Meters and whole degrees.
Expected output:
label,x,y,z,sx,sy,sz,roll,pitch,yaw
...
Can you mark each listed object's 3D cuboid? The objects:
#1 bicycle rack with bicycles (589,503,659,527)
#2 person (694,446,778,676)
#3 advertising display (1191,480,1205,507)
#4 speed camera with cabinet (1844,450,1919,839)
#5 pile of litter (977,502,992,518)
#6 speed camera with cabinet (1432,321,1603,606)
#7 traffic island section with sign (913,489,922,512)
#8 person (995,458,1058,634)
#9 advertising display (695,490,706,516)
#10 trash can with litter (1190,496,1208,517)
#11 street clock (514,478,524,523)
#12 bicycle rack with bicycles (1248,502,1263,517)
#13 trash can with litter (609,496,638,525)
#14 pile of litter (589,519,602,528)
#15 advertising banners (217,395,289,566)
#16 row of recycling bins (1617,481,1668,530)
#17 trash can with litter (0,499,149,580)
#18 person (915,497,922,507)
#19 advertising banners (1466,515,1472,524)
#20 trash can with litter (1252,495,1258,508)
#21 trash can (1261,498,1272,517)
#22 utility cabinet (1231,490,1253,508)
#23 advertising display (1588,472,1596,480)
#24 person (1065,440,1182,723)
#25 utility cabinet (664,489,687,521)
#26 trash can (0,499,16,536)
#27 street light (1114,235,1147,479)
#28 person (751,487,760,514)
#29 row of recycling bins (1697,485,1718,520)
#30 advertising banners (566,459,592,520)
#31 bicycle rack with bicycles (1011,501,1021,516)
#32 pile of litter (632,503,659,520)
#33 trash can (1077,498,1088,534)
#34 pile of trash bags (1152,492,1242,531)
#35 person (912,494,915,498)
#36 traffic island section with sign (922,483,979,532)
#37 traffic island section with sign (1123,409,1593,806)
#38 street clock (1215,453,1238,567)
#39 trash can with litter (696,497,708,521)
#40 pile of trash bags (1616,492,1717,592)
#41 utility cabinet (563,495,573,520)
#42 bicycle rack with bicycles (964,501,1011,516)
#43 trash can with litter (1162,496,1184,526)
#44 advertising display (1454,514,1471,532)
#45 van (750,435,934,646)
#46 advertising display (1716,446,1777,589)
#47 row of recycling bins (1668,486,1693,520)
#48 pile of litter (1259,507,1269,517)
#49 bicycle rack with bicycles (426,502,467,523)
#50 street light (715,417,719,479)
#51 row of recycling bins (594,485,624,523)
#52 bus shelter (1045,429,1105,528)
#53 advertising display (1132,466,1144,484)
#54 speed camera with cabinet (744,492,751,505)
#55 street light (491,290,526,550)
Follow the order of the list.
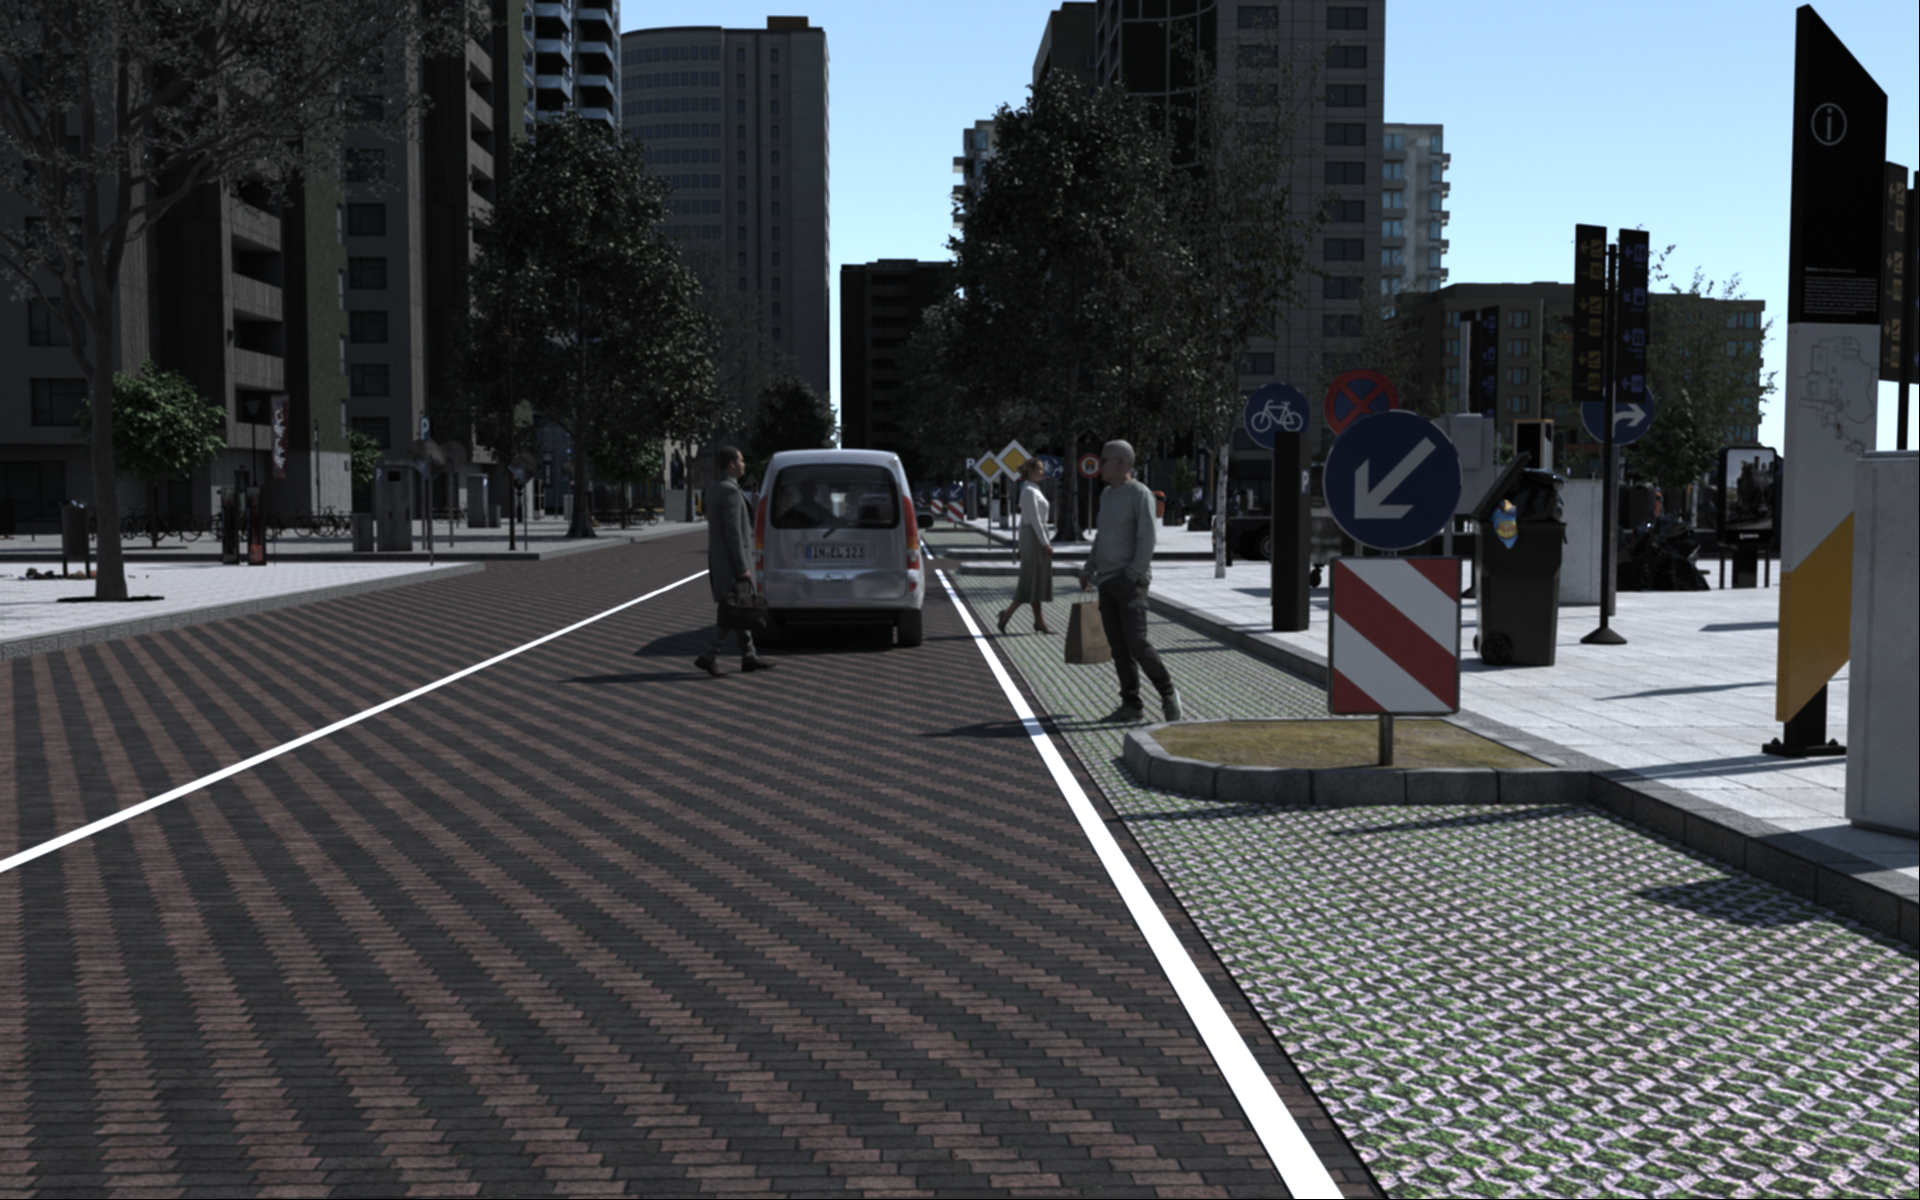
label,x,y,z,sx,sy,sz,roll,pitch,yaw
bicycle rack with bicycles,-13.510,-3.448,69.756,2.925,0.926,2.852,-2,4,-35
person,-1.783,-0.317,13.780,0.767,1.812,0.694,-2,4,-25
advertising display,10.834,-4.501,78.805,0.123,1.923,0.974,-2,4,-24
speed camera with cabinet,4.444,-0.759,6.753,2.038,3.252,0.660,-2,4,-24
pile of litter,1.181,-4.808,92.577,1.719,0.858,1.176,1,4,22
speed camera with cabinet,6.483,-1.577,20.113,2.038,3.252,0.660,0,4,2
traffic island section with sign,-1.378,-5.123,92.384,1.989,1.847,2.006,0,4,-2
person,0.677,-0.540,17.557,0.641,1.798,0.478,1,4,11
advertising display,-15.089,-5.837,100.653,0.123,1.923,0.974,-3,5,-44
trash can with litter,12.668,-4.870,91.005,1.055,1.170,0.624,-1,4,-12
street clock,-19.781,-4.479,77.803,0.358,2.002,0.471,2,4,33
bicycle rack with bicycles,13.812,-4.074,79.999,2.925,0.926,2.852,-1,4,-18
trash can with litter,-14.458,-3.821,73.536,1.678,1.210,2.233,1,4,16
pile of litter,-14.278,-3.224,66.675,1.176,0.858,1.719,1,4,23
advertising banners,-12.664,-2.134,31.075,2.074,3.025,0.090,2,4,32
row of recycling bins,20.608,-2.945,55.261,1.069,1.692,3.534,-2,4,-32
trash can with litter,-13.683,-0.942,26.452,2.233,1.210,1.678,2,4,25
person,-4.453,-10.319,177.941,1.217,1.743,0.721,0,4,0
advertising banners,22.358,-4.846,75.425,2.074,3.025,0.090,-3,5,-41
trash can with litter,16.367,-5.334,98.266,2.233,1.210,1.678,3,5,43
trash can,10.293,-2.775,57.031,0.748,1.137,0.748,0,3,0
utility cabinet,15.487,-5.296,95.270,1.173,1.500,0.318,1,4,15
advertising display,18.713,-2.821,51.341,0.123,1.923,0.974,2,4,25
person,1.015,-0.116,10.880,0.515,1.767,0.782,-2,4,-29
utility cabinet,-13.374,-4.471,81.781,1.173,1.500,0.318,-2,4,-24
trash can,-29.682,-2.575,53.748,0.748,1.137,0.748,0,3,0
street light,3.040,-3.561,31.002,0.468,5.910,1.993,0,4,-2
person,-9.980,-4.711,85.891,0.716,1.782,0.532,2,4,33
row of recycling bins,36.331,-4.516,80.949,1.069,1.692,3.534,-3,4,-36
advertising banners,-18.707,-5.551,86.952,2.074,3.025,0.090,0,4,-4
bicycle rack with bicycles,5.076,-5.906,109.937,2.852,0.926,2.925,1,4,14
pile of litter,-15.402,-4.336,84.852,1.176,0.858,1.719,-2,4,-30
trash can,3.788,-2.737,56.398,0.748,1.137,0.748,0,3,0
pile of trash bags,8.222,-3.087,60.229,3.447,1.369,1.912,1,4,19
person,-4.754,-10.210,176.903,0.415,1.643,0.593,0,4,-5
traffic island section with sign,-0.307,-3.454,65.098,1.989,1.847,2.006,0,4,-2
traffic island section with sign,1.886,-0.015,8.867,1.989,1.847,2.006,0,4,-2
street clock,4.695,-1.593,30.620,0.358,2.002,0.471,-1,4,-17
trash can with litter,-12.227,-4.462,84.007,1.678,1.210,2.233,0,4,-5
pile of trash bags,9.149,-0.891,24.319,1.912,1.369,3.447,0,4,6
utility cabinet,-18.862,-4.500,84.733,1.020,1.237,0.306,-1,4,-21
bicycle rack with bicycles,1.191,-5.605,105.022,2.925,0.926,2.852,-1,4,-10
trash can with litter,8.443,-3.537,69.212,1.055,1.170,0.624,-3,5,-42
advertising display,15.951,-3.064,55.315,0.974,1.923,0.123,-2,4,-30
van,-1.247,-0.654,17.701,2.013,2.044,4.112,0,4,-3
advertising display,10.697,-1.122,23.565,0.974,1.923,0.123,-2,4,-25
row of recycling bins,34.688,-4.797,85.551,3.534,1.692,1.069,0,4,4
pile of litter,13.916,-3.847,76.860,1.719,0.858,1.176,1,4,11
bicycle rack with bicycles,-22.539,-3.956,78.060,2.852,0.926,2.925,3,5,41
street light,-12.156,-6.949,86.407,0.468,5.910,1.993,0,4,-2
row of recycling bins,-15.910,-4.384,78.787,1.069,1.692,3.534,0,4,0
bus shelter,4.361,-4.557,65.788,1.731,3.624,6.357,0,4,-2
advertising display,3.953,-2.108,39.686,0.123,1.923,0.974,-1,4,-19
speed camera with cabinet,-14.620,-7.295,113.606,0.660,3.252,2.038,3,5,40
street light,-10.226,-4.074,39.393,0.468,5.910,1.993,0,4,-2
